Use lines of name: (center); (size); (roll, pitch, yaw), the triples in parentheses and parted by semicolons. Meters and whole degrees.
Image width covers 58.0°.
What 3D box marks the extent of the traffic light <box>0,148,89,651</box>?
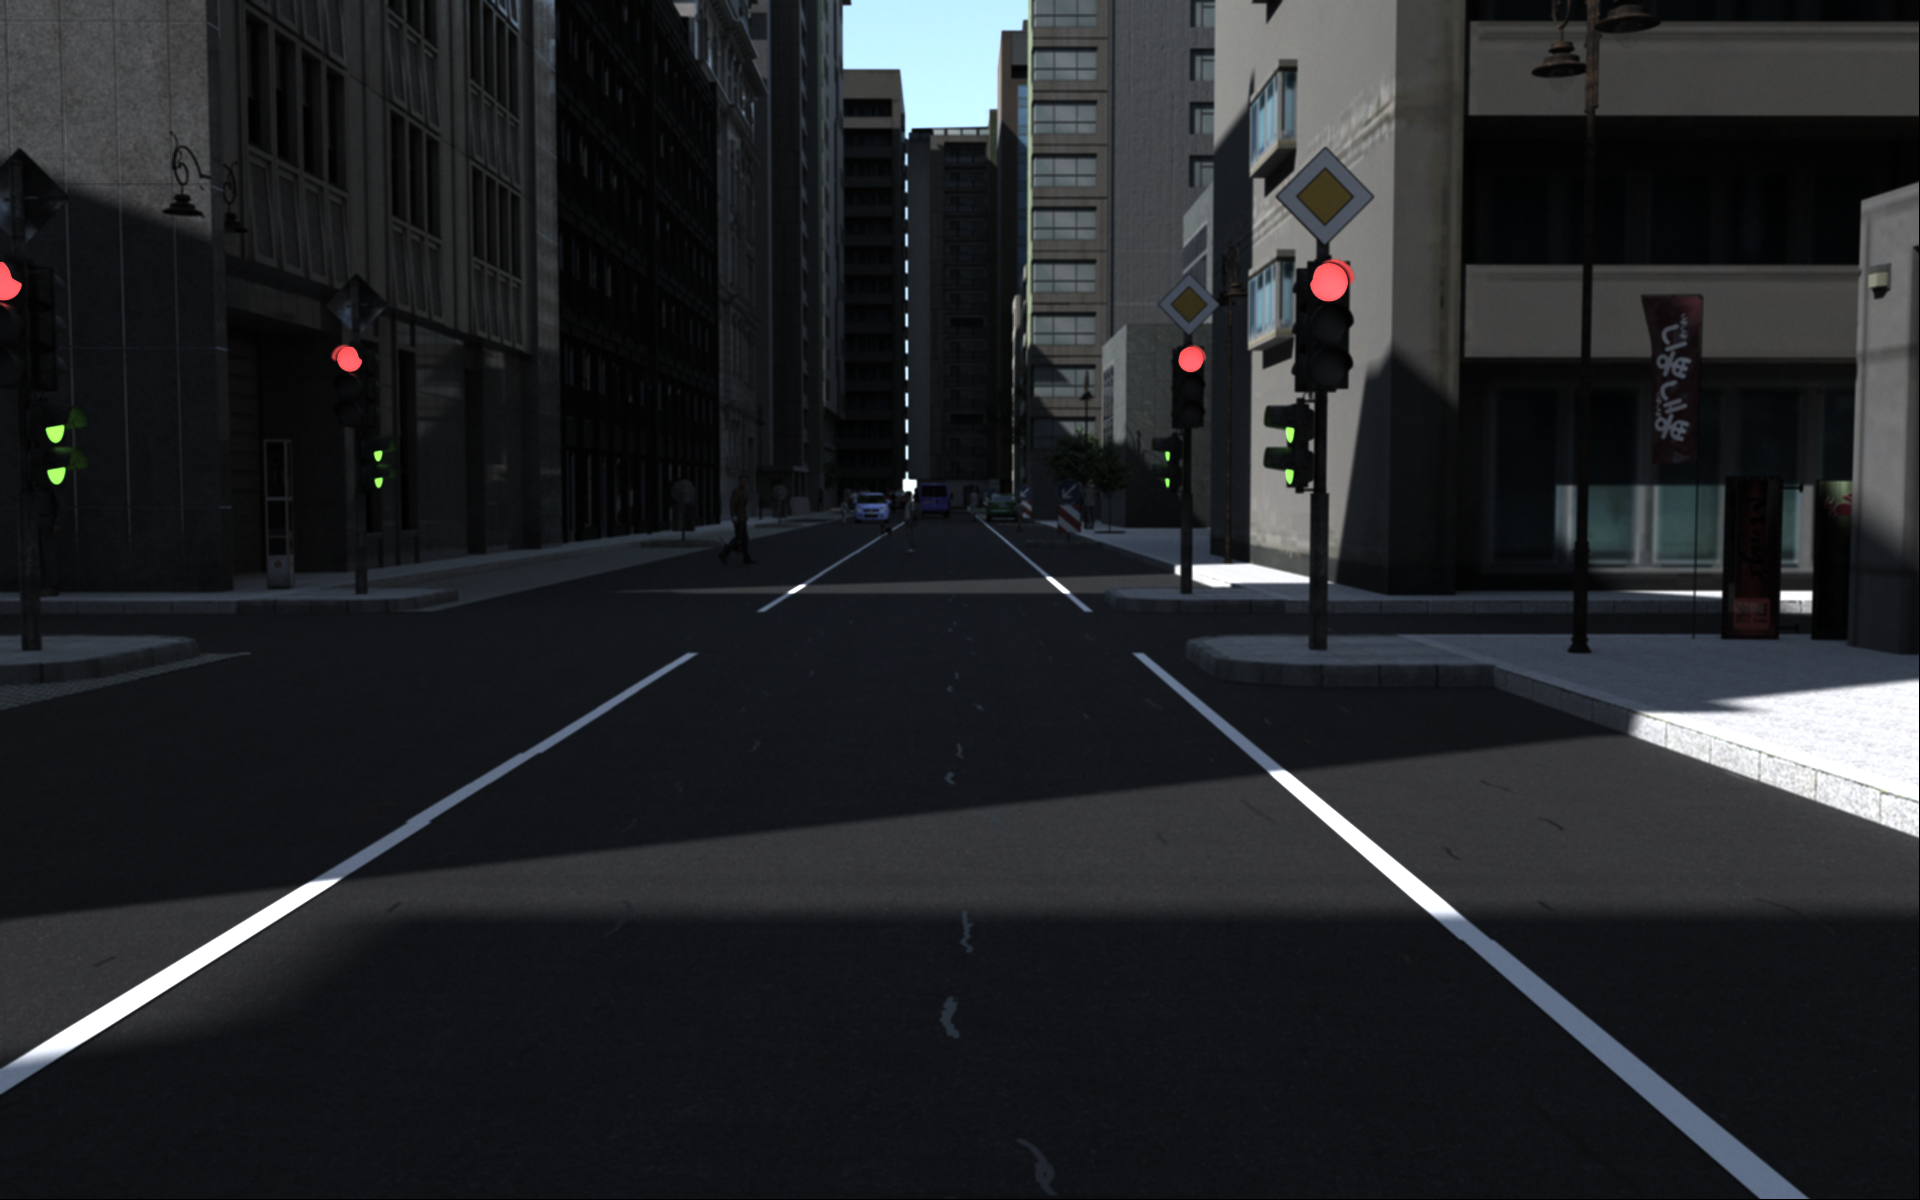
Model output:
traffic light: (-7.621, -1.542, 14.130); (0.839, 4.253, 0.868); (0, 4, 0)

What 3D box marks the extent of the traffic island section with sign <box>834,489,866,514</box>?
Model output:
traffic island section with sign: (-7.963, -7.058, 124.025); (1.989, 1.847, 2.006); (0, 4, 0)

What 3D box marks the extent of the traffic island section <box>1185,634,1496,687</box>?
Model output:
traffic island section: (2.981, 0.487, 14.320); (2.009, 0.180, 2.903); (0, 4, 0)

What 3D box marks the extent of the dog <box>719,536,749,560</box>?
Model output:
dog: (-4.929, -1.135, 37.852); (0.540, 0.507, 0.406); (-2, 4, -32)

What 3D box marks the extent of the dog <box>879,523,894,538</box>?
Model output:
dog: (-2.372, -2.248, 56.045); (0.406, 0.507, 0.540); (0, 4, 6)

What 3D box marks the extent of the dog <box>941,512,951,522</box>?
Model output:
dog: (-0.713, -4.327, 90.030); (0.540, 0.507, 0.406); (0, 4, -2)

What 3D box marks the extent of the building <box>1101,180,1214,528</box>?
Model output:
building: (17.456, -45.591, 58.088); (22.319, 86.520, 31.000); (0, 4, 0)

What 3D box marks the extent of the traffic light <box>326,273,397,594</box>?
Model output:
traffic light: (-7.666, -2.030, 22.115); (0.839, 4.253, 0.868); (0, 4, 0)

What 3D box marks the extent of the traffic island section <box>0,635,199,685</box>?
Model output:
traffic island section: (-7.661, 0.490, 14.264); (2.009, 0.180, 2.903); (0, 4, 0)

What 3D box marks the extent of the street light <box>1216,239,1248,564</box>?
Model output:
street light: (4.922, -3.600, 31.643); (0.468, 5.910, 1.993); (0, 4, 0)

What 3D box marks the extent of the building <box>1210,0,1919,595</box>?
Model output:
building: (15.856, -24.920, 31.141); (21.600, 48.544, 21.300); (0, 4, 0)

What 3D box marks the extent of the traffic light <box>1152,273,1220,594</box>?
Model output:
traffic light: (2.895, -2.035, 22.190); (0.839, 4.253, 0.868); (0, 4, 0)

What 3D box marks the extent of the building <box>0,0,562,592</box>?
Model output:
building: (-15.696, -13.071, 31.735); (12.078, 24.808, 19.932); (0, 4, 0)

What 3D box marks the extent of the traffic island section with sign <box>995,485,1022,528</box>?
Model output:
traffic island section with sign: (2.642, -4.038, 74.652); (1.989, 1.847, 2.006); (0, 4, 0)

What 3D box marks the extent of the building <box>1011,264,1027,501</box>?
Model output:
building: (18.641, -18.337, 144.851); (27.650, 21.520, 28.899); (0, 4, 0)

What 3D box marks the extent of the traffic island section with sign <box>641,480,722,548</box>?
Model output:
traffic island section with sign: (-7.519, -2.346, 46.991); (1.989, 1.847, 2.006); (0, 4, 0)

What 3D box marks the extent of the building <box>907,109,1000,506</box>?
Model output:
building: (1.317, -30.812, 187.365); (14.086, 41.232, 14.154); (0, 4, 0)

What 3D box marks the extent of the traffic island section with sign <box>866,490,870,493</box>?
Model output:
traffic island section with sign: (-8.107, -8.761, 151.872); (1.989, 1.847, 2.006); (0, 4, 0)

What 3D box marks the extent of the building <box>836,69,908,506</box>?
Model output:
building: (-16.722, -34.655, 190.308); (21.600, 48.544, 21.300); (0, 4, 0)

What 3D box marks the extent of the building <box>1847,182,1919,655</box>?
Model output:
building: (17.760, -34.495, 2.242); (20.563, 71.187, 20.611); (0, 4, 0)

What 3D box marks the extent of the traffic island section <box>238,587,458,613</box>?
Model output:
traffic island section: (-7.706, 0.002, 22.249); (2.009, 0.180, 2.903); (0, 4, 0)

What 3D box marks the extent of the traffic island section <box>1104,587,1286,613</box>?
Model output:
traffic island section: (2.935, -0.001, 22.305); (2.009, 0.180, 2.903); (0, 4, 0)

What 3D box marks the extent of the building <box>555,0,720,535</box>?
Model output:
building: (-16.357, -14.420, 65.444); (12.332, 23.373, 15.834); (0, 4, 0)

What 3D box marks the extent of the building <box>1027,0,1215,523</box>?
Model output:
building: (10.451, -24.852, 89.917); (14.154, 41.232, 14.086); (0, 4, 0)

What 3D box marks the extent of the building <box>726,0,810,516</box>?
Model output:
building: (-26.174, -25.496, 108.745); (32.217, 40.220, 23.993); (0, 4, 0)

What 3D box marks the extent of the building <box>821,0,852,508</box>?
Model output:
building: (-24.416, -34.833, 158.753); (27.495, 52.752, 28.713); (0, 4, 0)

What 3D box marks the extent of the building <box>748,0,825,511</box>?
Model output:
building: (-17.587, -27.166, 127.767); (14.154, 41.232, 14.086); (0, 4, 0)

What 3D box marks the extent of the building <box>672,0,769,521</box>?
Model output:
building: (-17.463, -18.217, 85.230); (14.401, 28.519, 23.554); (0, 4, 0)

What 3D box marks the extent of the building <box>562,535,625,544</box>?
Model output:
building: (-16.349, -13.452, 49.624); (12.332, 23.373, 15.834); (0, 4, 0)

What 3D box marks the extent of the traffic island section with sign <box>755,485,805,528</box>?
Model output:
traffic island section with sign: (-7.667, -3.995, 73.945); (1.989, 1.847, 2.006); (0, 4, 0)

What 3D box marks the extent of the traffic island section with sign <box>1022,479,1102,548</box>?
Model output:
traffic island section with sign: (2.796, -2.347, 47.005); (1.989, 1.847, 2.006); (0, 4, 0)

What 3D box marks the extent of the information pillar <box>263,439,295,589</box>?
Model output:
information pillar: (-9.212, -1.158, 23.430); (0.304, 2.012, 0.304); (-1, 4, -9)

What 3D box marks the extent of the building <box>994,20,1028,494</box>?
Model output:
building: (10.626, -31.528, 165.589); (14.600, 45.320, 14.200); (0, 4, 0)

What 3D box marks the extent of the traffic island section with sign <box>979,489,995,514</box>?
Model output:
traffic island section with sign: (2.360, -7.103, 124.767); (1.989, 1.847, 2.006); (0, 4, 0)

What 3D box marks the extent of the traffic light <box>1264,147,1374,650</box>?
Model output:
traffic light: (2.940, -1.546, 14.205); (0.839, 4.253, 0.868); (0, 4, 0)
